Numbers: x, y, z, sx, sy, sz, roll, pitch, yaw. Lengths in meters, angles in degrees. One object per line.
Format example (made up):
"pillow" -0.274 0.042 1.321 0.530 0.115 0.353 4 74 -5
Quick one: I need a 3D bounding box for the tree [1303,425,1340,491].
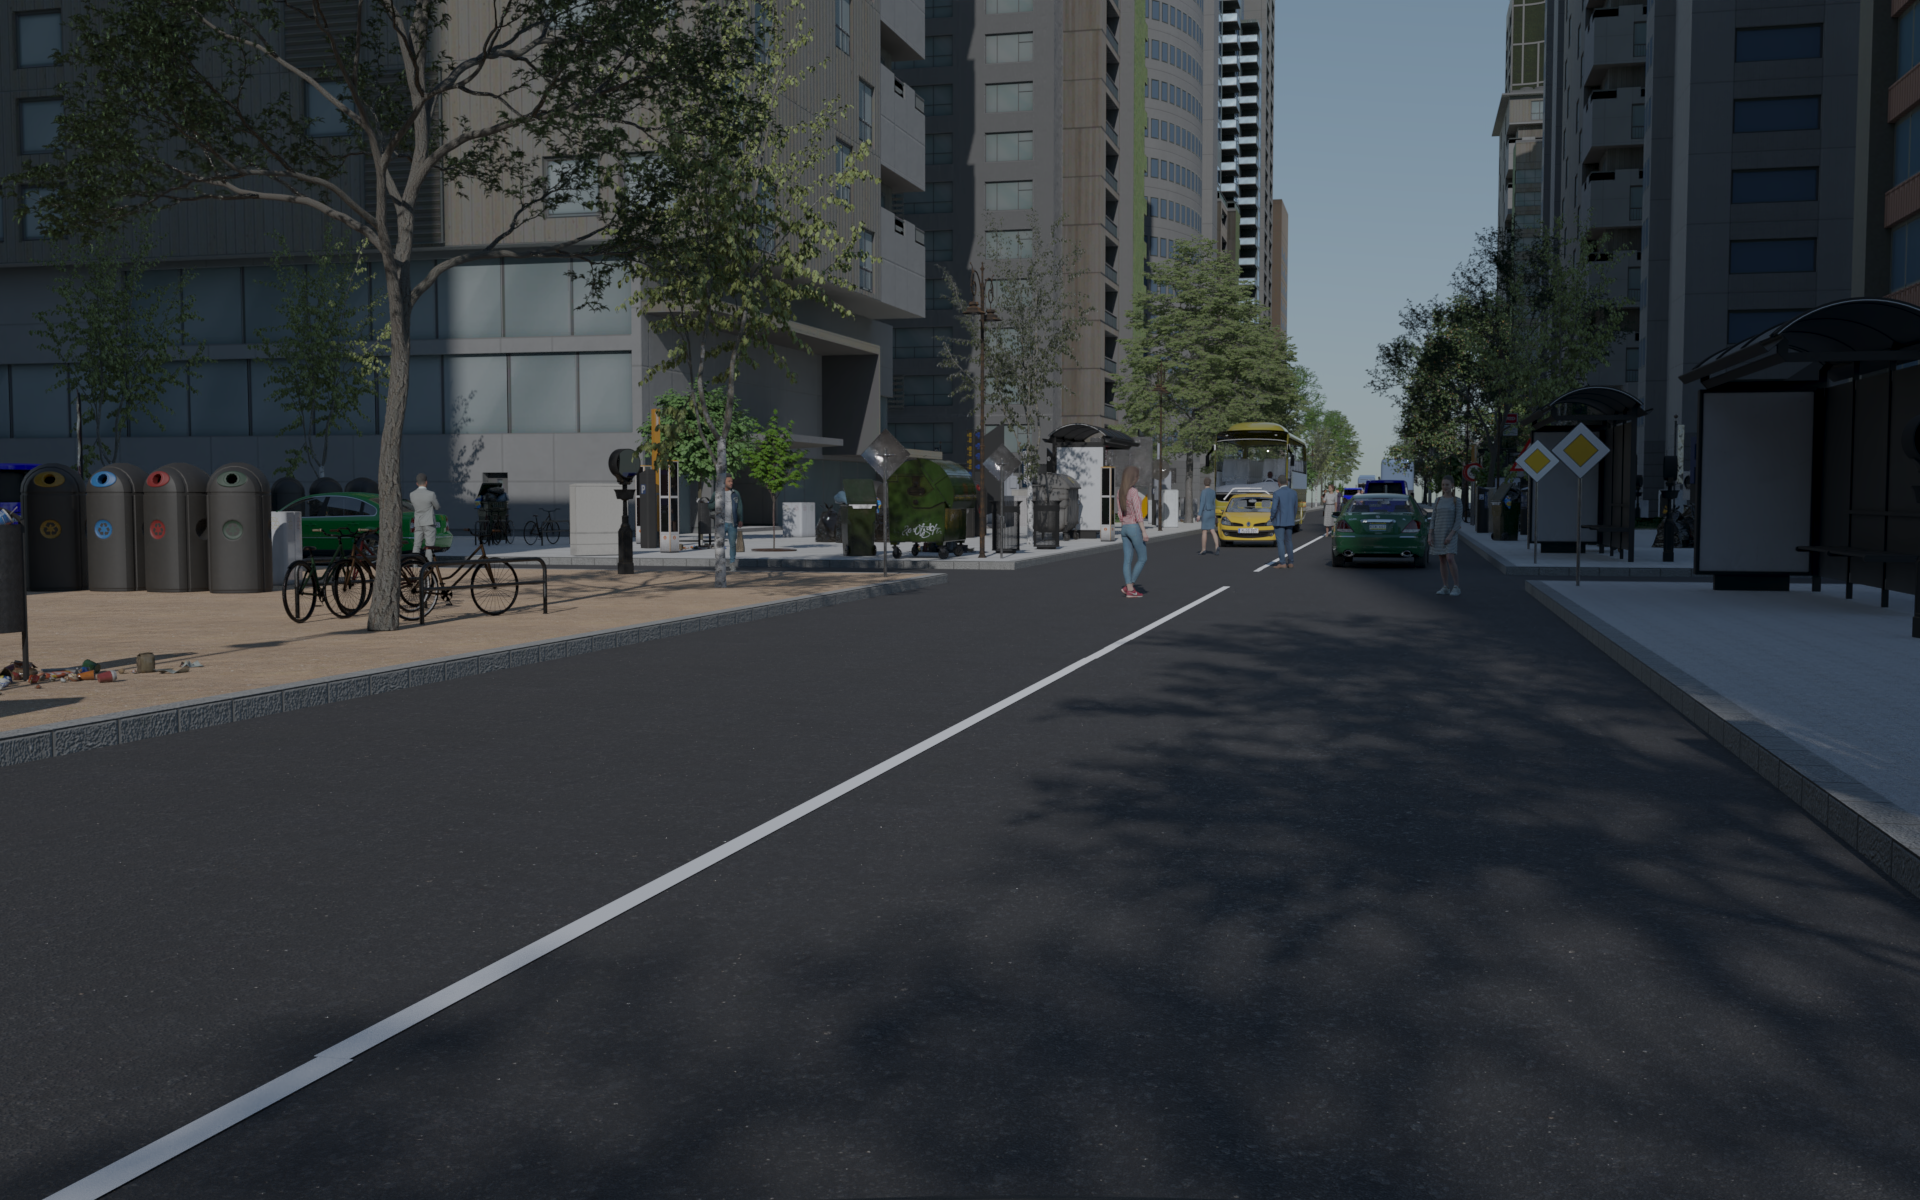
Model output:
"tree" 37.595 -14.151 181.731 4.737 8.622 4.395 0 3 0

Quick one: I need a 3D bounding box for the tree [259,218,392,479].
"tree" -17.135 -5.883 46.552 4.737 8.622 4.395 0 3 0

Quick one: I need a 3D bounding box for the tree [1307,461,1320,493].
"tree" 28.352 -9.868 145.052 4.285 4.588 4.351 0 3 0

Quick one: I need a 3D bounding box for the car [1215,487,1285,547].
"car" 8.116 -2.308 47.956 2.015 1.641 3.980 1 4 13

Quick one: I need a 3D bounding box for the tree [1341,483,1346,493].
"tree" 55.274 -15.747 252.067 1.663 3.219 1.824 0 3 0

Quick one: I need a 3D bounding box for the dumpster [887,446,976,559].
"dumpster" -0.623 -1.977 34.810 1.502 2.255 1.985 1 4 14

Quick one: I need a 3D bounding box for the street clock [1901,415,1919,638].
"street clock" 8.621 -0.661 15.371 0.471 2.002 0.358 0 4 4

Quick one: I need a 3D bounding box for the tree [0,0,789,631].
"tree" -5.073 -4.987 15.955 7.601 10.594 8.767 0 4 -4

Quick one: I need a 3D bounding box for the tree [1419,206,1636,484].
"tree" 15.165 -5.757 44.497 4.737 8.622 4.395 0 3 0

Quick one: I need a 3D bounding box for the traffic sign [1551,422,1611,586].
"traffic sign" 8.628 -1.253 24.131 0.795 2.450 0.064 1 4 14

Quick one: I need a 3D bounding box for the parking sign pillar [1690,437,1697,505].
"parking sign pillar" 25.068 -4.270 58.289 1.447 3.967 1.447 0 4 -1

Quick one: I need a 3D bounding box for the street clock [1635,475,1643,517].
"street clock" 25.471 -3.701 65.079 0.358 2.002 0.471 3 4 36

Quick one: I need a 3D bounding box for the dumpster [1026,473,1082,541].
"dumpster" 2.582 -2.578 47.916 1.264 1.857 1.865 1 4 14

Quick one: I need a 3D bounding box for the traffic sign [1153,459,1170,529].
"traffic sign" 7.246 -3.846 62.990 0.768 2.556 0.104 1 4 19

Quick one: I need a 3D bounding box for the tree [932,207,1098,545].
"tree" 1.555 -5.709 43.700 4.360 8.622 3.978 0 3 0

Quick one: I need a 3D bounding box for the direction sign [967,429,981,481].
"direction sign" 0.481 -4.198 60.633 0.379 3.537 0.876 -2 4 -32

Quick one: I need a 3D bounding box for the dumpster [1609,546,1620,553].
"dumpster" 14.225 -2.019 38.766 1.264 1.857 1.865 1 4 14

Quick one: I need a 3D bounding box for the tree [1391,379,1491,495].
"tree" 45.706 -15.485 163.547 12.009 13.543 11.850 0 3 0

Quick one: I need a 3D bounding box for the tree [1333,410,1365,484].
"tree" 50.595 -19.250 232.857 7.486 12.596 7.792 0 3 0

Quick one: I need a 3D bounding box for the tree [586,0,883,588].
"tree" -3.213 -4.487 23.731 4.737 8.622 4.395 0 3 0

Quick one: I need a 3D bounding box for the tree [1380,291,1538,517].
"tree" 28.251 -10.960 96.212 9.611 12.733 9.660 0 3 0

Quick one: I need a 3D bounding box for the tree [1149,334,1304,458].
"tree" 14.527 -9.707 93.115 8.767 10.594 7.601 -1 4 -21

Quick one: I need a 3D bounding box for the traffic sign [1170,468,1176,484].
"traffic sign" 8.243 -4.055 68.426 0.606 2.300 0.079 1 4 19

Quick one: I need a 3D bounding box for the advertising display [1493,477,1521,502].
"advertising display" 20.134 -3.580 63.748 0.974 1.923 0.123 0 4 8

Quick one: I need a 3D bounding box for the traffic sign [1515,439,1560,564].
"traffic sign" 10.604 -1.726 31.869 0.795 2.450 0.064 1 4 14

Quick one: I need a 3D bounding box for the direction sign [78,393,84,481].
"direction sign" -19.810 -2.879 39.062 0.379 3.537 0.876 -2 4 -26

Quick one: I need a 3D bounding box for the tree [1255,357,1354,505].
"tree" 23.700 -12.415 128.747 9.928 11.665 9.643 0 3 0

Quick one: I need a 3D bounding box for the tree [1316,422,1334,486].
"tree" 17.302 -11.323 103.257 7.486 12.596 7.792 0 3 0

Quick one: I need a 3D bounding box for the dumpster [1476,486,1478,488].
"dumpster" 23.939 -4.441 78.366 1.264 1.857 1.865 1 4 14

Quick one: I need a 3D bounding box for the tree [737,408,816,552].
"tree" -4.048 -2.708 38.871 1.663 3.219 1.824 0 3 0

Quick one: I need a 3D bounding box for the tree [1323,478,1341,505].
"tree" 44.785 -13.158 209.733 1.663 3.219 1.824 0 3 0

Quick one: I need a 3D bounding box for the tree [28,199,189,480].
"tree" -20.676 -5.627 42.357 4.737 8.622 4.395 0 3 0

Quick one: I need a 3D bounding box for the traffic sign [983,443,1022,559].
"traffic sign" 0.828 -1.880 34.378 0.795 2.450 0.064 1 4 14

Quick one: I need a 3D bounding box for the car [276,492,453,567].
"car" -12.670 -1.602 34.990 4.718 1.807 1.959 1 4 12

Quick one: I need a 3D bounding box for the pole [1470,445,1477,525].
"pole" 21.400 -4.791 72.168 0.158 3.312 0.155 0 3 0

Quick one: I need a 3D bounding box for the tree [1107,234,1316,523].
"tree" 10.521 -9.659 76.059 7.486 12.596 7.792 0 3 0

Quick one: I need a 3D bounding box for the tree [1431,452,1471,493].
"tree" 30.805 -7.568 107.450 4.285 4.588 4.351 0 3 0

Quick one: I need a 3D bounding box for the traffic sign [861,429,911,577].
"traffic sign" -1.148 -1.407 26.640 0.795 2.450 0.064 1 4 14

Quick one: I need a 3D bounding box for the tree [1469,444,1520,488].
"tree" 20.035 -4.346 65.659 1.663 3.219 1.824 0 3 0

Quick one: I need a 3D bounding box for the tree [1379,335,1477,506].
"tree" 52.507 -20.300 187.799 12.611 20.169 13.585 0 3 0

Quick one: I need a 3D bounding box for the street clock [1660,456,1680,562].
"street clock" 13.422 -1.724 32.764 0.358 2.002 0.471 1 4 18

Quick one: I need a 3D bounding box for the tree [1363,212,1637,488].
"tree" 17.889 -7.577 58.295 8.767 10.594 7.601 0 4 4

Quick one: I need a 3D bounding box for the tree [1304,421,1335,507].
"tree" 35.741 -13.695 174.270 4.360 8.622 3.978 0 3 0

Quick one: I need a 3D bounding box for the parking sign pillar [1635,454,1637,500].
"parking sign pillar" 30.915 -5.654 80.910 1.447 3.967 1.447 -3 5 -40

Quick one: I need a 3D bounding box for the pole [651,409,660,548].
"pole" -7.284 -2.918 41.550 0.158 3.312 0.155 0 3 0

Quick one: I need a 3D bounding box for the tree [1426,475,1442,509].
"tree" 40.656 -9.378 147.927 1.663 3.219 1.824 0 3 0

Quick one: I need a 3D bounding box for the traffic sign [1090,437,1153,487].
"traffic sign" 5.753 -4.161 61.911 2.265 3.308 0.079 1 4 16

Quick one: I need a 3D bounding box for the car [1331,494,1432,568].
"car" 8.574 -1.428 35.144 2.131 1.459 4.920 1 4 16

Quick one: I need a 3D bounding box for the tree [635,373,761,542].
"tree" -7.053 -3.862 46.864 4.285 4.588 4.351 0 3 0

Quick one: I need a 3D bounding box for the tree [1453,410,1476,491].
"tree" 38.917 -11.328 135.573 4.360 8.622 3.978 0 3 0

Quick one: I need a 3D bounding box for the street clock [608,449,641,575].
"street clock" -5.343 -1.410 27.631 0.358 2.002 0.471 3 5 44
